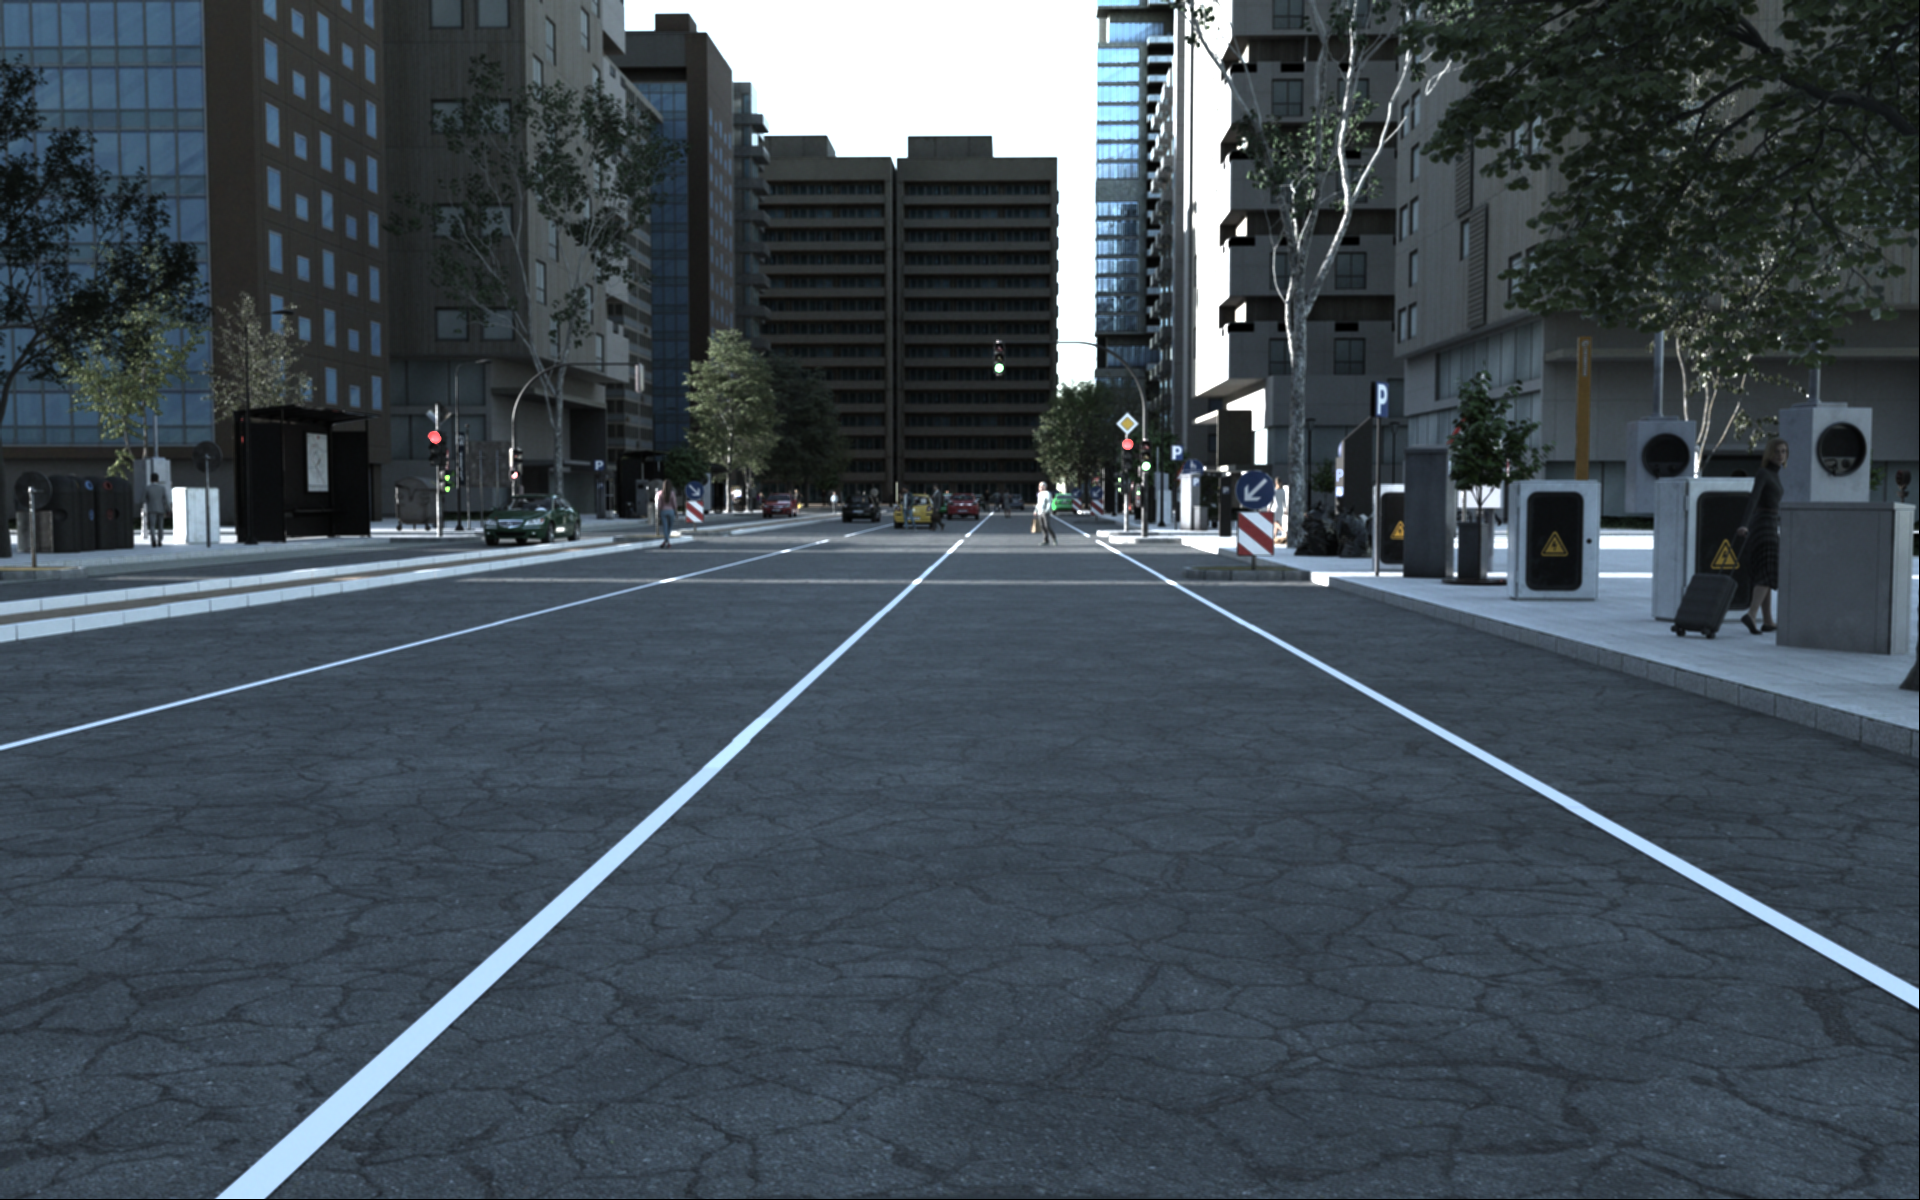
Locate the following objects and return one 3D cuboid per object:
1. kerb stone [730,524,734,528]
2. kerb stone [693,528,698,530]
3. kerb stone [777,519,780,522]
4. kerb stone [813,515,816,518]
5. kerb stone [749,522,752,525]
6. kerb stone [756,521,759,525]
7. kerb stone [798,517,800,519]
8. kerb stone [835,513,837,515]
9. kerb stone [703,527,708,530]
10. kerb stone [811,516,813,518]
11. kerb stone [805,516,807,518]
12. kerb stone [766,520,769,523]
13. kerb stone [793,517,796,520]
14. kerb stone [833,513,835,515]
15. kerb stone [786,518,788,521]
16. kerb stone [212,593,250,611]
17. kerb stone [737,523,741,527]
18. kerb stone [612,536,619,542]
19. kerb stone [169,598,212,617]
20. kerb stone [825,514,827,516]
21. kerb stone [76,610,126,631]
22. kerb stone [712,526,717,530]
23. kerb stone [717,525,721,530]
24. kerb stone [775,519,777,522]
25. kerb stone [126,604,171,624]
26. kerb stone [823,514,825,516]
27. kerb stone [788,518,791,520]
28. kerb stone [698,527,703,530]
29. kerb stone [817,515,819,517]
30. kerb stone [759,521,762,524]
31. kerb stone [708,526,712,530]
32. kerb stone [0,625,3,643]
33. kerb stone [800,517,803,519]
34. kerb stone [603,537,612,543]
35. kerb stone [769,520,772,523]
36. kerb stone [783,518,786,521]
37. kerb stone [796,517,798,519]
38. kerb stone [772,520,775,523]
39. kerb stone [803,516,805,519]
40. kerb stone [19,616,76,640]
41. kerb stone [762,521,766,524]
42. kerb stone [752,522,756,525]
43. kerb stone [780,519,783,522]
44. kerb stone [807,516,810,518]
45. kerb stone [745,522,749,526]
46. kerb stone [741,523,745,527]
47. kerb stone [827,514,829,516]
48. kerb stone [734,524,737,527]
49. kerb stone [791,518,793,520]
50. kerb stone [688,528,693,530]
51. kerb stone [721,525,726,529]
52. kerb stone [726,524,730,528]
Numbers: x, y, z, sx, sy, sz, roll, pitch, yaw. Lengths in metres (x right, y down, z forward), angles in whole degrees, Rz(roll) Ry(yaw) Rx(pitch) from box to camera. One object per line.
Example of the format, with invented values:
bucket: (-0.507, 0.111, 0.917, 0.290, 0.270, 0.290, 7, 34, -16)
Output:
kerb stone: (-9.701, -3.069, 72.432, 0.120, 0.150, 1.000, 0, 4, 2)
kerb stone: (-9.967, -2.571, 64.237, 0.120, 0.150, 1.000, 0, 4, 2)
kerb stone: (-9.263, -3.952, 86.811, 0.120, 0.150, 1.000, 0, 4, 2)
kerb stone: (-8.789, -4.892, 102.178, 0.120, 0.150, 1.000, 0, 4, 2)
kerb stone: (-9.551, -3.386, 77.563, 0.120, 0.150, 1.000, 0, 4, 2)
kerb stone: (-9.489, -3.512, 79.619, 0.120, 0.150, 1.000, 0, 4, 2)
kerb stone: (-9.014, -4.453, 94.997, 0.120, 0.150, 1.000, 0, 4, 2)
kerb stone: (-8.404, -5.642, 114.460, 0.120, 0.150, 1.000, 0, 4, 2)
kerb stone: (-9.896, -2.696, 66.287, 0.120, 0.150, 1.000, 0, 4, 2)
kerb stone: (-8.829, -4.829, 101.156, 0.120, 0.150, 1.000, 0, 4, 2)
kerb stone: (-8.919, -4.641, 98.077, 0.120, 0.150, 1.000, 0, 4, 2)
kerb stone: (-9.389, -3.701, 82.701, 0.120, 0.150, 1.000, 0, 4, 2)
kerb stone: (-9.065, -4.328, 92.953, 0.120, 0.150, 1.000, 0, 4, 2)
kerb stone: (-8.446, -5.581, 113.438, 0.120, 0.150, 1.000, 0, 4, 2)
kerb stone: (-9.169, -4.140, 89.884, 0.120, 0.150, 1.000, 0, 4, 2)
kerb stone: (-9.172, 0.036, 21.608, 0.120, 0.150, 1.000, 0, 4, 2)
kerb stone: (-9.656, -3.195, 74.476, 0.120, 0.150, 1.000, 0, 4, 2)
kerb stone: (-10.363, -1.780, 51.415, 0.120, 0.150, 1.000, 0, 4, 2)
kerb stone: (-9.205, 0.099, 20.575, 0.120, 0.150, 1.000, 0, 4, 2)
kerb stone: (-8.603, -5.265, 108.329, 0.120, 0.150, 1.000, 0, 4, 2)
kerb stone: (-9.265, 0.228, 18.528, 0.120, 0.150, 1.000, 0, 4, 2)
kerb stone: (-9.826, -2.822, 68.331, 0.120, 0.150, 1.000, 0, 4, 2)
kerb stone: (-9.800, -2.884, 69.352, 0.120, 0.150, 1.000, 0, 4, 2)
kerb stone: (-9.297, -3.886, 85.784, 0.120, 0.150, 1.000, 0, 4, 2)
kerb stone: (-9.239, 0.171, 19.554, 0.120, 0.150, 1.000, 0, 4, 2)
kerb stone: (-8.627, -5.206, 107.307, 0.120, 0.150, 1.000, 0, 4, 2)
kerb stone: (-9.135, -4.202, 90.909, 0.120, 0.150, 1.000, 0, 4, 2)
kerb stone: (-9.922, -2.632, 65.265, 0.120, 0.150, 1.000, 0, 4, 2)
kerb stone: (-8.732, -5.018, 104.231, 0.120, 0.150, 1.000, 0, 4, 2)
kerb stone: (-9.452, -3.569, 80.651, 0.120, 0.150, 1.000, 0, 4, 2)
kerb stone: (-9.865, -2.759, 67.309, 0.120, 0.150, 1.000, 0, 4, 2)
kerb stone: (-9.328, 0.350, 16.479, 0.120, 0.150, 1.000, 0, 4, 2)
kerb stone: (-8.981, -4.515, 96.018, 0.120, 0.150, 1.000, 0, 4, 2)
kerb stone: (-10.385, -1.724, 50.390, 0.120, 0.150, 1.000, 0, 4, 2)
kerb stone: (-9.361, -3.763, 83.723, 0.120, 0.150, 1.000, 0, 4, 2)
kerb stone: (-9.195, -4.077, 88.854, 0.120, 0.150, 1.000, 0, 4, 2)
kerb stone: (-9.041, -4.387, 93.975, 0.120, 0.150, 1.000, 0, 4, 2)
kerb stone: (-9.324, -3.826, 84.752, 0.120, 0.150, 1.000, 0, 4, 2)
kerb stone: (-8.947, -4.572, 97.052, 0.120, 0.150, 1.000, 0, 4, 2)
kerb stone: (-9.297, 0.287, 17.506, 0.120, 0.150, 1.000, 0, 4, 2)
kerb stone: (-9.417, -3.637, 81.680, 0.120, 0.150, 1.000, 0, 4, 2)
kerb stone: (-9.515, -3.449, 78.590, 0.120, 0.150, 1.000, 0, 4, 2)
kerb stone: (-9.227, -4.015, 87.832, 0.120, 0.150, 1.000, 0, 4, 2)
kerb stone: (-8.874, -4.704, 99.098, 0.120, 0.150, 1.000, 0, 4, 2)
kerb stone: (-9.577, -3.323, 76.531, 0.120, 0.150, 1.000, 0, 4, 2)
kerb stone: (-9.613, -3.260, 75.506, 0.120, 0.150, 1.000, 0, 4, 2)
kerb stone: (-8.565, -5.331, 109.351, 0.120, 0.150, 1.000, 0, 4, 2)
kerb stone: (-9.684, -3.135, 73.454, 0.120, 0.150, 1.000, 0, 4, 2)
kerb stone: (-9.109, -4.265, 91.931, 0.120, 0.150, 1.000, 0, 4, 2)
kerb stone: (-9.989, -2.509, 63.213, 0.120, 0.150, 1.000, 0, 4, 2)
kerb stone: (-9.772, -2.947, 70.374, 0.120, 0.150, 1.000, 0, 4, 2)
kerb stone: (-9.737, -3.009, 71.397, 0.120, 0.150, 1.000, 0, 4, 2)
